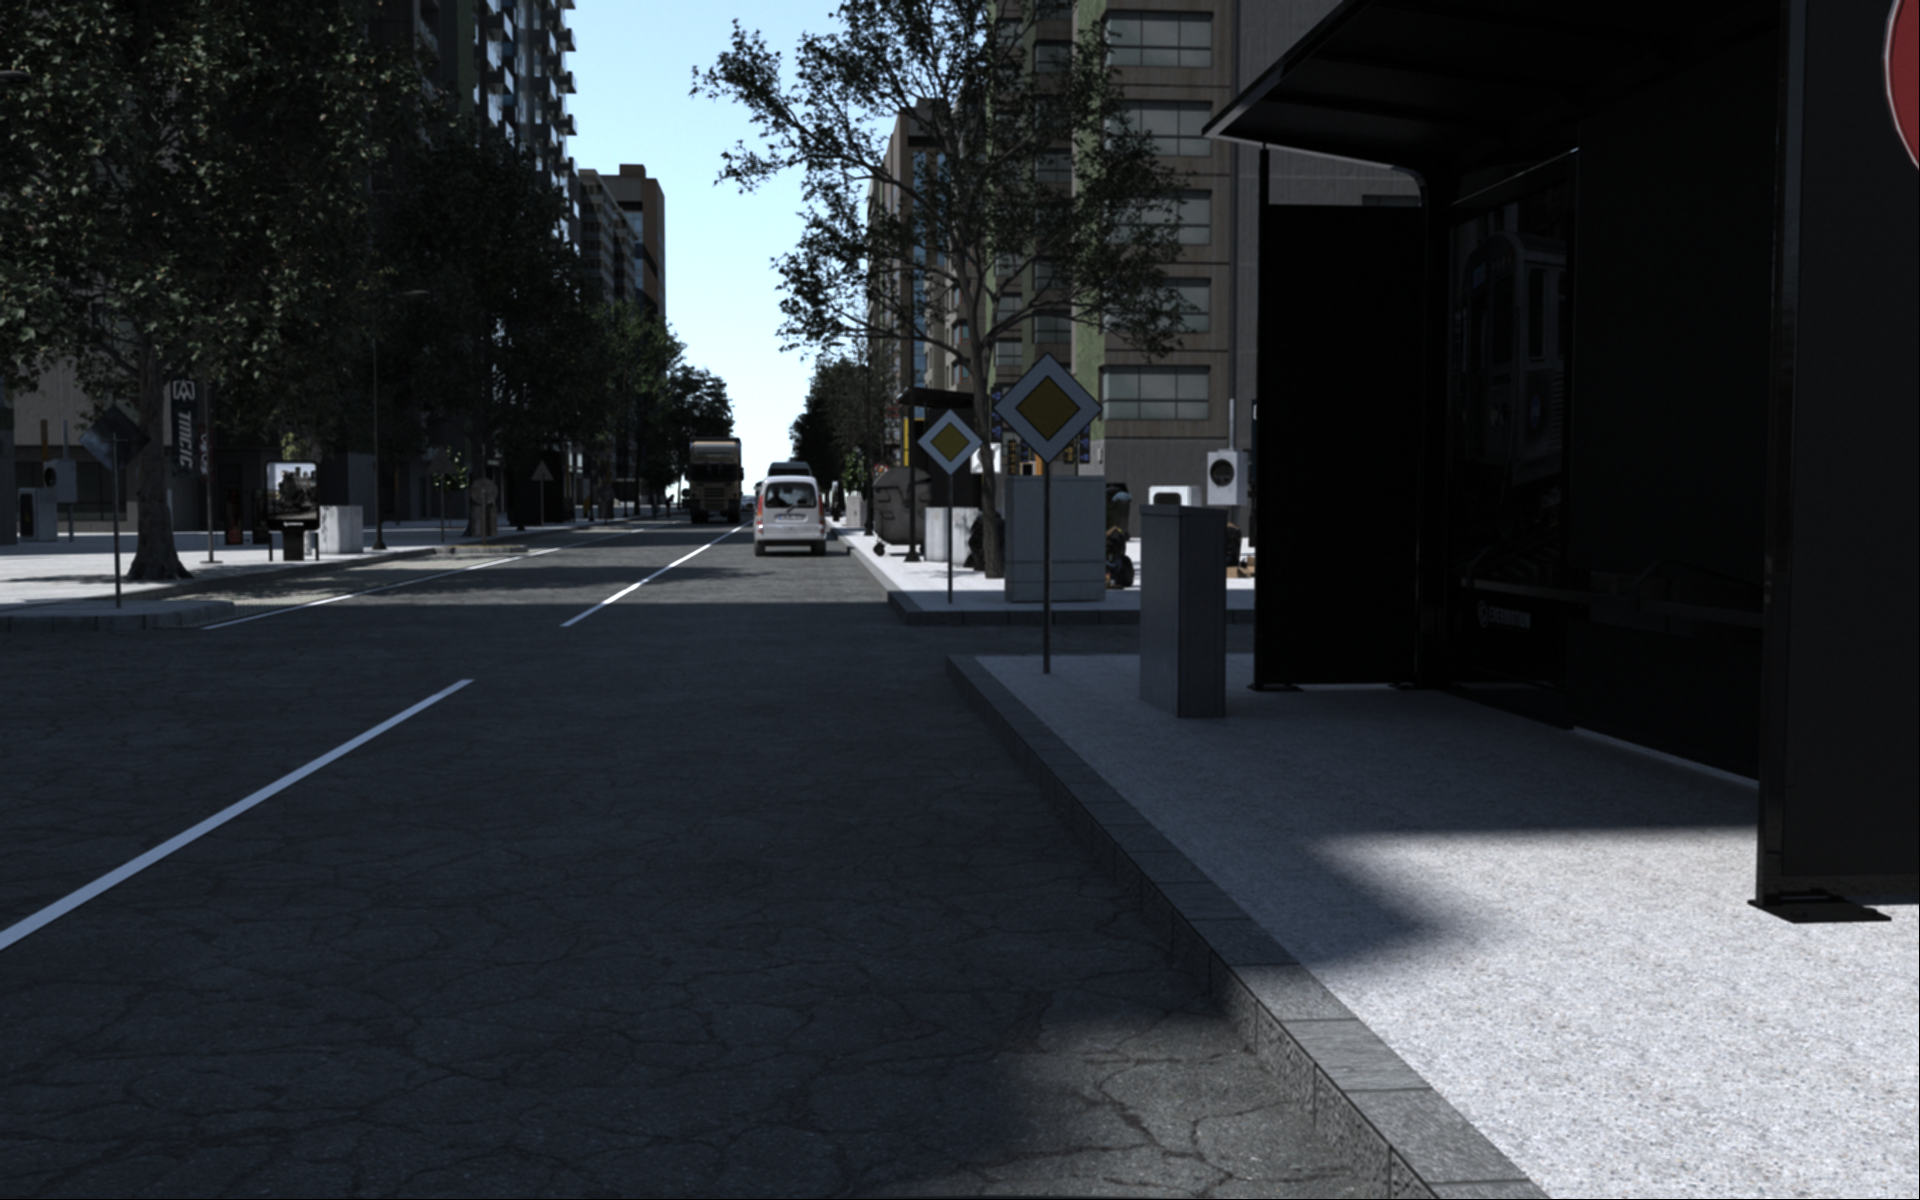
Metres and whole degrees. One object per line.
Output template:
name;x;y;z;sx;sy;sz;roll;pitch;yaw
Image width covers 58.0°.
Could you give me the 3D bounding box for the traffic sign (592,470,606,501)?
traffic sign;-19.404;-5.681;92.885;0.884;2.594;0.081;0;4;2

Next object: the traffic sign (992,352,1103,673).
traffic sign;0.618;-0.532;12.338;0.795;2.450;0.064;0;4;-5

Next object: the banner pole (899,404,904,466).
banner pole;-1.614;-3.557;48.166;0.401;3.779;0.863;0;4;-6

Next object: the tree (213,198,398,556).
tree;-13.829;-5.225;35.797;4.737;8.622;4.395;0;3;0

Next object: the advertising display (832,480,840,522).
advertising display;-5.779;-4.620;80.744;0.123;1.923;0.974;-1;4;-20

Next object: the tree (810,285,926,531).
tree;-2.978;-6.671;59.430;4.360;8.622;3.978;0;3;0

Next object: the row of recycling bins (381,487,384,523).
row of recycling bins;-25.918;-4.229;76.254;1.069;1.692;3.534;-1;4;-15

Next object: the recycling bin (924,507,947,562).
recycling bin;-0.218;-1.246;32.919;0.722;1.027;0.722;-2;4;-31

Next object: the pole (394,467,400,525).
pole;-23.337;-4.766;71.769;0.158;3.312;0.155;0;3;0

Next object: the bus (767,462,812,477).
bus;-10.457;-6.785;105.787;2.948;3.499;13.247;0;4;-6

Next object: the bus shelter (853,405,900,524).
bus shelter;-3.545;-6.025;76.145;2.179;5.291;8.768;0;4;-5

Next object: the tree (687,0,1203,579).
tree;0.220;-5.614;26.197;7.601;10.594;8.767;2;4;23

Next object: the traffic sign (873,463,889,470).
traffic sign;-3.243;-4.352;71.264;0.768;2.556;0.104;0;4;4

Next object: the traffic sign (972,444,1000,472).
traffic sign;0.526;-2.011;35.007;0.606;2.300;0.079;0;4;1

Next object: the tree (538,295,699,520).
tree;-18.034;-9.891;87.478;9.928;11.665;9.643;0;3;0

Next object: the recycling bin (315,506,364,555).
recycling bin;-13.327;-1.506;37.177;0.722;1.027;0.722;2;4;27

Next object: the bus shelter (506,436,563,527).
bus shelter;-17.355;-4.910;71.567;1.731;3.624;6.357;0;4;-5

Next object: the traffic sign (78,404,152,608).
traffic sign;-9.474;-0.967;19.447;0.795;2.450;0.064;0;4;-5

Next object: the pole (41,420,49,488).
pole;-25.101;-3.285;47.561;0.158;3.312;0.155;0;3;0

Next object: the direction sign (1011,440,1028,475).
direction sign;2.422;-4.906;72.202;0.876;3.537;0.379;-1;4;-11

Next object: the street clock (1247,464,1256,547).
street clock;7.073;-2.277;41.797;0.358;2.002;0.471;0;4;5

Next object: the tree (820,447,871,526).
tree;-4.326;-4.595;69.723;1.663;3.219;1.824;0;3;0

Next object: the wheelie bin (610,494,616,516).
wheelie bin;-19.072;-5.247;93.691;0.980;1.594;0.693;1;4;8

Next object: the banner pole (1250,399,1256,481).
banner pole;7.133;-3.064;40.118;0.863;3.779;0.401;1;4;22

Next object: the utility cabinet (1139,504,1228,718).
utility cabinet;1.333;0.048;10.384;0.306;1.237;1.020;0;4;-7

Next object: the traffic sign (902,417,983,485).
traffic sign;-0.390;-3.170;45.696;2.265;3.308;0.079;0;4;3

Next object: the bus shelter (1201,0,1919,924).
bus shelter;2.693;-1.039;8.264;1.731;3.624;6.357;0;4;-5

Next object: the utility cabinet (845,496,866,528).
utility cabinet;-4.025;-3.407;66.863;0.306;1.237;1.020;-3;4;-37

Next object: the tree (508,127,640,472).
tree;-14.515;-8.270;52.223;9.611;12.733;9.660;0;3;0

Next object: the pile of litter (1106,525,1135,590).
pile of litter;1.809;-0.595;23.690;1.176;0.858;1.719;2;4;33

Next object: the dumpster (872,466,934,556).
dumpster;-1.194;-1.871;36.349;1.264;1.857;1.865;0;4;-5

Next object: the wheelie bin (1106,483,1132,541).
wheelie bin;4.265;-2.414;47.372;0.980;1.594;0.693;3;4;36

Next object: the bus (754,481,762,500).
bus;-26.856;-14.953;239.341;2.948;3.499;13.247;0;4;-5

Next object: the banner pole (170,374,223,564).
banner pole;-14.095;-2.563;31.922;0.863;3.779;0.401;-2;4;-35

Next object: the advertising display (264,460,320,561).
advertising display;-12.733;-1.703;33.054;0.974;1.923;0.123;0;4;-8

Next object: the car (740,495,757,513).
car;-15.115;-6.696;121.842;2.083;1.381;4.827;0;4;-6

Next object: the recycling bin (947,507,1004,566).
recycling bin;0.308;-1.145;31.280;0.722;1.027;0.722;3;4;36

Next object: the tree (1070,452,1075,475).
tree;6.748;-5.856;79.455;4.285;4.588;4.351;0;3;0

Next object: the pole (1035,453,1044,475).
pole;1.550;-2.407;33.199;0.158;3.312;0.155;0;3;0

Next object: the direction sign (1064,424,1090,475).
direction sign;3.022;-3.234;44.872;0.379;3.537;0.876;-3;5;-45

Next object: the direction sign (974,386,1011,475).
direction sign;0.595;-2.742;36.826;0.379;3.537;0.876;-3;5;-42

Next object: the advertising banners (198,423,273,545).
advertising banners;-18.306;-2.903;43.655;0.090;3.025;2.074;2;4;34

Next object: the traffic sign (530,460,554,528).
traffic sign;-15.853;-4.018;65.694;0.884;2.594;0.081;0;4;1

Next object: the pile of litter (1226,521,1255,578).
pile of litter;4.299;-0.790;26.890;1.719;0.858;1.176;0;4;1

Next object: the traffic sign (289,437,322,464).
traffic sign;-14.662;-2.366;38.786;0.768;2.556;0.104;0;4;2

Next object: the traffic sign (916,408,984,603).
traffic sign;-0.118;-1.018;20.289;0.795;2.450;0.064;0;4;-5

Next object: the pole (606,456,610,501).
pole;-18.712;-6.007;92.060;0.158;3.312;0.155;0;3;0

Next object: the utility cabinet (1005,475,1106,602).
utility cabinet;1.132;-0.730;20.619;1.173;1.500;0.318;-1;4;-17

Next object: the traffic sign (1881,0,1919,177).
traffic sign;2.269;-0.215;3.627;0.768;2.556;0.104;0;4;1

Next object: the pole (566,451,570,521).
pole;-18.688;-5.423;82.509;0.158;3.312;0.155;0;3;0

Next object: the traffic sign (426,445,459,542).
traffic sign;-13.733;-2.808;45.920;0.884;2.594;0.081;0;4;4

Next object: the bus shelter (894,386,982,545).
bus shelter;-0.538;-3.030;40.820;1.731;3.624;6.357;0;4;-5

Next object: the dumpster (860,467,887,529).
dumpster;-2.890;-3.750;63.813;1.502;2.255;1.985;0;4;-5

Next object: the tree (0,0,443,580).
tree;-12.172;-6.652;25.771;9.611;12.733;9.660;0;3;0
